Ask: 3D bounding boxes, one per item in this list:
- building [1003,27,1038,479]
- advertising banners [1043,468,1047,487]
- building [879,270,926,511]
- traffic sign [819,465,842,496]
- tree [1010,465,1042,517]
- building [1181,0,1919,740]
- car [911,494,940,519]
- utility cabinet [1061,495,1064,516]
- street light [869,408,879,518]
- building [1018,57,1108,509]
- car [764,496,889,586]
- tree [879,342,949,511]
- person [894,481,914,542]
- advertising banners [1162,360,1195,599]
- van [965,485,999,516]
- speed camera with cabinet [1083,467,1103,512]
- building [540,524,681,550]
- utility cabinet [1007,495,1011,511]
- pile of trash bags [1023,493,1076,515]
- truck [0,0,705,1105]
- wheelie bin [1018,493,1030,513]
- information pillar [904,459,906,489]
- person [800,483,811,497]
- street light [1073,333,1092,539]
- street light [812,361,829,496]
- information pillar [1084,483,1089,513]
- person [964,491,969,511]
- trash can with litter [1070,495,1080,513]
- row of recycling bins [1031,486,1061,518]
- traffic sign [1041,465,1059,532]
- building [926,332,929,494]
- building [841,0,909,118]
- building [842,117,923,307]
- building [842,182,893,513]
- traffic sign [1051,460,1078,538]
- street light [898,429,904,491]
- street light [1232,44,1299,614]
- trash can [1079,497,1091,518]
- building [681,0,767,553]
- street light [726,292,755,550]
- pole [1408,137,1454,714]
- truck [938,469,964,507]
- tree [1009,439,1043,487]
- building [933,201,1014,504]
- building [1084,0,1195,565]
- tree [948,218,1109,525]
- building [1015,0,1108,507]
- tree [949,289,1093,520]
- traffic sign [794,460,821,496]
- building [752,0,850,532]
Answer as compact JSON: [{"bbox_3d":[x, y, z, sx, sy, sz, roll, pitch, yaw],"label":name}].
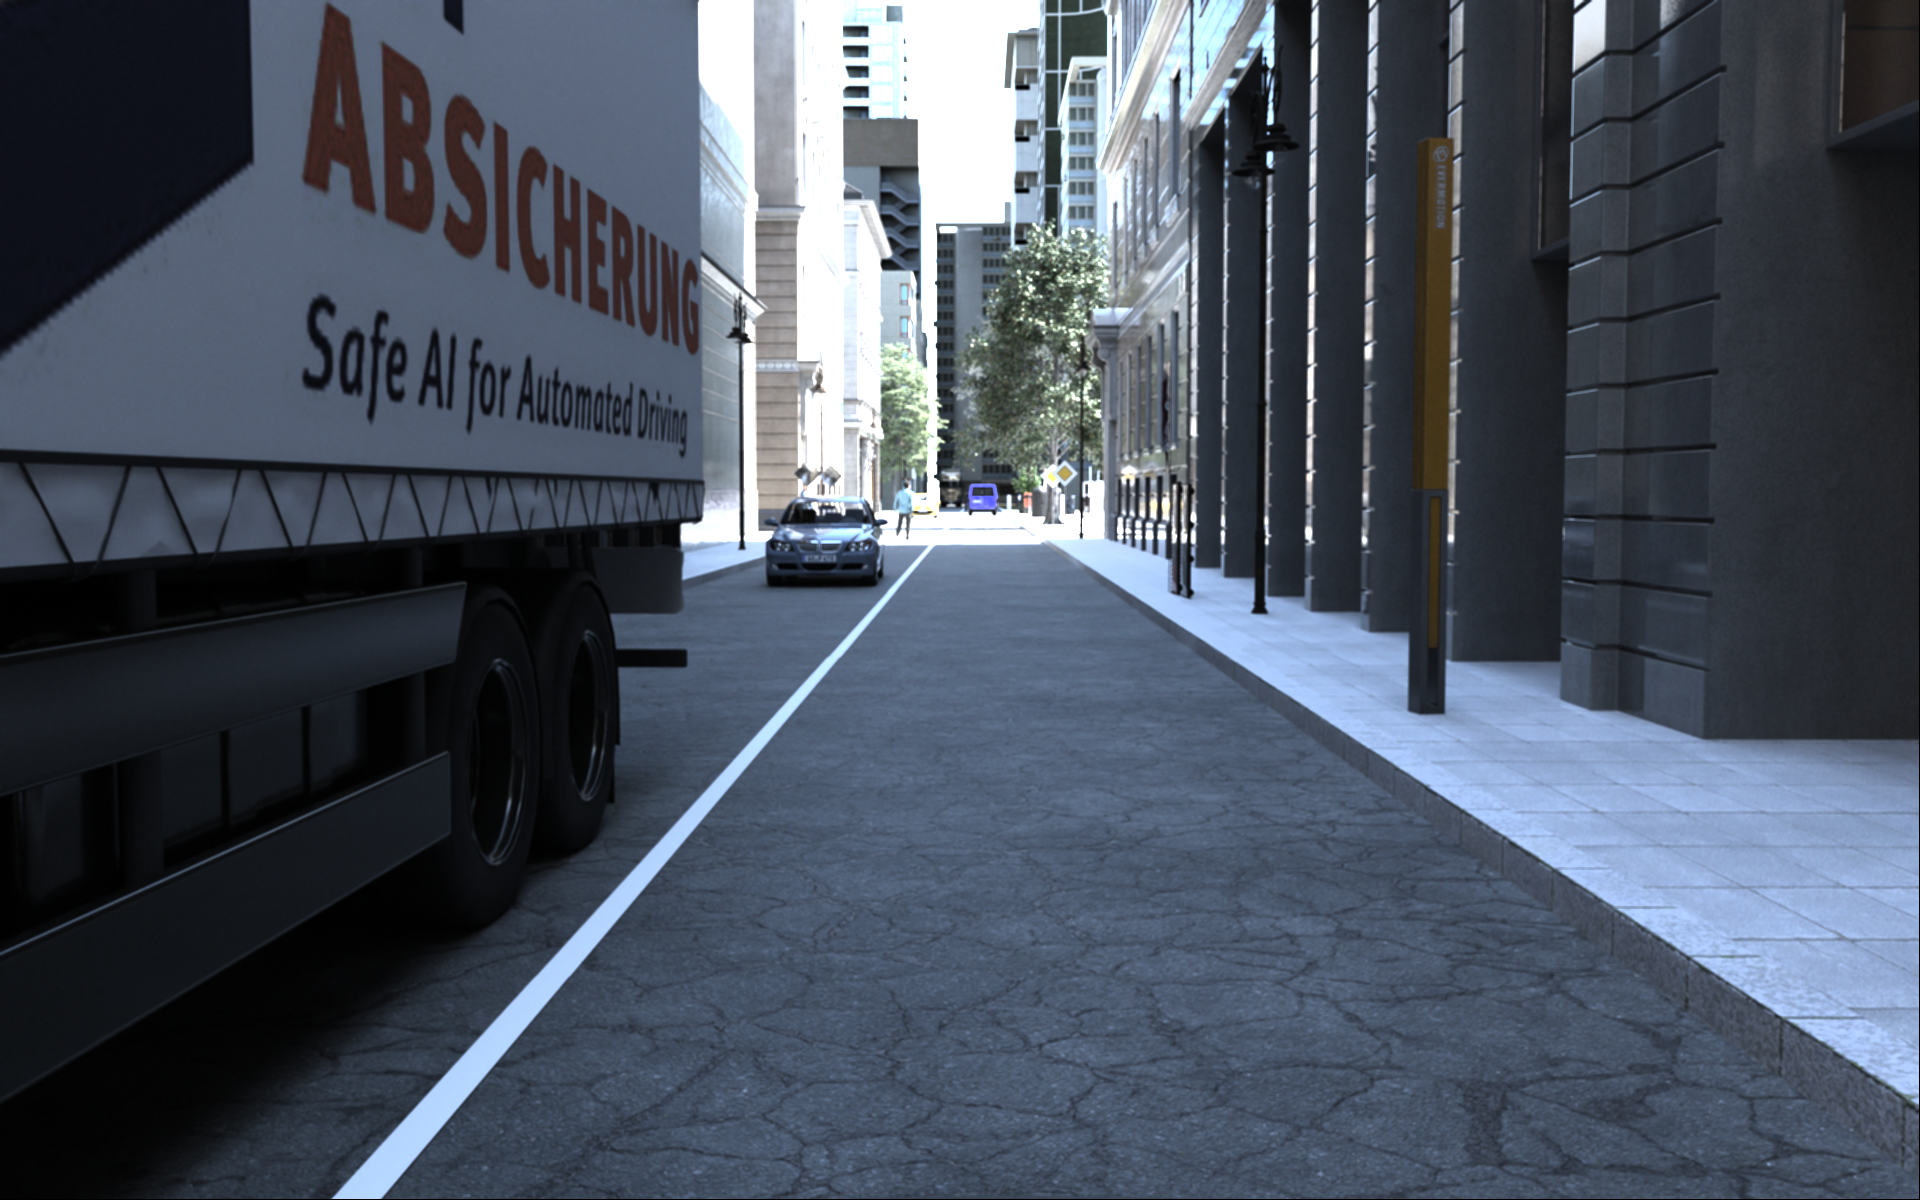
[{"bbox_3d":[19.357,-37.047,194.953,28.713,52.752,27.495,0,4,1],"label":"building"},{"bbox_3d":[6.080,-7.360,116.522,0.090,3.025,2.074,2,4,30],"label":"advertising banners"},{"bbox_3d":[-17.392,-18.577,148.765,27.650,21.520,28.899,0,4,1],"label":"building"},{"bbox_3d":[-4.394,-3.380,58.906,0.795,2.450,0.064,0,4,1],"label":"traffic sign"},{"bbox_3d":[3.963,-7.081,110.379,1.663,3.219,1.824,0,3,0],"label":"tree"},{"bbox_3d":[9.332,-14.543,15.276,11.434,29.767,29.804,0,4,1],"label":"building"},{"bbox_3d":[-2.166,-5.648,102.575,2.015,1.641,3.980,0,4,0],"label":"car"},{"bbox_3d":[5.713,-5.581,102.404,0.306,1.237,1.020,3,5,43],"label":"utility cabinet"},{"bbox_3d":[-4.545,-7.262,91.529,0.468,5.910,1.993,0,4,1],"label":"street light"},{"bbox_3d":[21.276,-27.931,148.549,32.217,40.220,23.993,0,4,1],"label":"building"},{"bbox_3d":[-2.173,-1.018,28.640,2.014,1.417,4.499,0,4,-1],"label":"car"},{"bbox_3d":[-4.540,-12.953,129.911,7.486,12.596,7.792,0,3,0],"label":"tree"},{"bbox_3d":[-1.675,-2.616,51.291,0.660,1.820,0.620,1,4,17],"label":"person"},{"bbox_3d":[2.768,-1.585,22.099,0.090,3.025,2.074,0,4,-2],"label":"advertising banners"},{"bbox_3d":[1.494,-6.815,115.814,2.240,2.365,5.245,0,3,0],"label":"van"},{"bbox_3d":[9.648,-8.069,126.263,0.660,3.252,2.038,2,4,33],"label":"speed camera with cabinet"},{"bbox_3d":[-11.420,-11.866,23.686,12.332,23.373,15.834,0,4,1],"label":"building"},{"bbox_3d":[3.773,-7.471,133.317,0.306,1.237,1.020,0,4,-1],"label":"utility cabinet"},{"bbox_3d":[5.527,-5.923,106.596,3.447,1.369,1.912,1,4,19],"label":"pile of trash bags"},{"bbox_3d":[-2.756,-0.903,3.675,2.839,4.237,11.283,0,4,2],"label":"truck"},{"bbox_3d":[4.250,-6.439,113.183,0.980,1.594,0.693,-3,5,-44],"label":"wheelie bin"},{"bbox_3d":[-3.691,-7.660,116.590,0.183,3.616,0.504,0,4,6],"label":"information pillar"},{"bbox_3d":[-5.024,-2.918,56.236,0.581,1.822,0.654,-2,4,-28],"label":"person"},{"bbox_3d":[3.506,-4.715,49.879,0.468,5.910,1.993,0,4,1],"label":"street light"},{"bbox_3d":[-4.810,-5.340,60.092,0.468,5.910,1.993,0,4,1],"label":"street light"},{"bbox_3d":[8.468,-6.813,115.881,0.304,2.012,0.304,0,4,-6],"label":"information pillar"},{"bbox_3d":[0.648,-8.648,150.693,0.445,1.727,0.742,-3,5,-44],"label":"person"},{"bbox_3d":[8.102,-6.707,120.721,1.678,1.210,2.233,2,4,30],"label":"trash can with litter"},{"bbox_3d":[4.714,-5.385,95.153,1.069,1.692,3.534,1,4,20],"label":"row of recycling bins"},{"bbox_3d":[3.150,-3.374,58.811,0.795,2.450,0.064,0,4,1],"label":"traffic sign"},{"bbox_3d":[-17.428,-20.401,178.599,27.650,21.520,28.899,0,4,1],"label":"building"},{"bbox_3d":[-19.823,-55.940,227.282,31.000,86.520,22.319,0,4,1],"label":"building"},{"bbox_3d":[-11.623,-33.782,202.442,14.200,45.320,14.600,0,4,1],"label":"building"},{"bbox_3d":[-10.053,-15.135,98.368,10.553,20.767,40.483,0,4,1],"label":"building"},{"bbox_3d":[3.071,-2.886,50.826,0.795,2.450,0.064,0,4,1],"label":"traffic sign"},{"bbox_3d":[-4.222,-9.200,123.199,0.468,5.910,1.993,0,4,1],"label":"street light"},{"bbox_3d":[3.222,-2.792,18.443,0.468,5.910,1.993,0,4,1],"label":"street light"},{"bbox_3d":[6.697,-4.956,92.684,0.748,1.137,0.748,0,3,0],"label":"trash can"},{"bbox_3d":[-20.183,-12.794,42.469,30.059,22.955,16.112,0,4,1],"label":"building"},{"bbox_3d":[-5.035,-4.102,39.853,0.468,5.910,1.993,0,4,1],"label":"street light"},{"bbox_3d":[2.738,-0.992,10.067,0.158,3.312,0.155,0,3,0],"label":"pole"},{"bbox_3d":[-0.992,-12.521,193.634,2.839,4.237,11.283,0,3,0],"label":"truck"},{"bbox_3d":[5.038,-11.285,134.865,4.360,8.622,3.978,0,3,0],"label":"tree"},{"bbox_3d":[8.450,-33.045,232.166,23.993,40.220,32.217,0,4,1],"label":"building"},{"bbox_3d":[10.337,-15.554,40.213,13.634,28.700,20.117,0,4,1],"label":"building"},{"bbox_3d":[3.992,-9.484,72.065,9.611,12.733,9.660,0,3,0],"label":"tree"},{"bbox_3d":[16.018,-44.781,170.414,20.563,71.187,20.611,0,4,1],"label":"building"},{"bbox_3d":[4.356,-10.821,87.286,12.009,13.543,11.850,0,3,0],"label":"tree"},{"bbox_3d":[-4.473,-2.892,50.921,0.795,2.450,0.064,0,4,1],"label":"traffic sign"},{"bbox_3d":[-11.518,-17.247,67.895,13.634,28.700,20.117,0,4,1],"label":"building"}]
